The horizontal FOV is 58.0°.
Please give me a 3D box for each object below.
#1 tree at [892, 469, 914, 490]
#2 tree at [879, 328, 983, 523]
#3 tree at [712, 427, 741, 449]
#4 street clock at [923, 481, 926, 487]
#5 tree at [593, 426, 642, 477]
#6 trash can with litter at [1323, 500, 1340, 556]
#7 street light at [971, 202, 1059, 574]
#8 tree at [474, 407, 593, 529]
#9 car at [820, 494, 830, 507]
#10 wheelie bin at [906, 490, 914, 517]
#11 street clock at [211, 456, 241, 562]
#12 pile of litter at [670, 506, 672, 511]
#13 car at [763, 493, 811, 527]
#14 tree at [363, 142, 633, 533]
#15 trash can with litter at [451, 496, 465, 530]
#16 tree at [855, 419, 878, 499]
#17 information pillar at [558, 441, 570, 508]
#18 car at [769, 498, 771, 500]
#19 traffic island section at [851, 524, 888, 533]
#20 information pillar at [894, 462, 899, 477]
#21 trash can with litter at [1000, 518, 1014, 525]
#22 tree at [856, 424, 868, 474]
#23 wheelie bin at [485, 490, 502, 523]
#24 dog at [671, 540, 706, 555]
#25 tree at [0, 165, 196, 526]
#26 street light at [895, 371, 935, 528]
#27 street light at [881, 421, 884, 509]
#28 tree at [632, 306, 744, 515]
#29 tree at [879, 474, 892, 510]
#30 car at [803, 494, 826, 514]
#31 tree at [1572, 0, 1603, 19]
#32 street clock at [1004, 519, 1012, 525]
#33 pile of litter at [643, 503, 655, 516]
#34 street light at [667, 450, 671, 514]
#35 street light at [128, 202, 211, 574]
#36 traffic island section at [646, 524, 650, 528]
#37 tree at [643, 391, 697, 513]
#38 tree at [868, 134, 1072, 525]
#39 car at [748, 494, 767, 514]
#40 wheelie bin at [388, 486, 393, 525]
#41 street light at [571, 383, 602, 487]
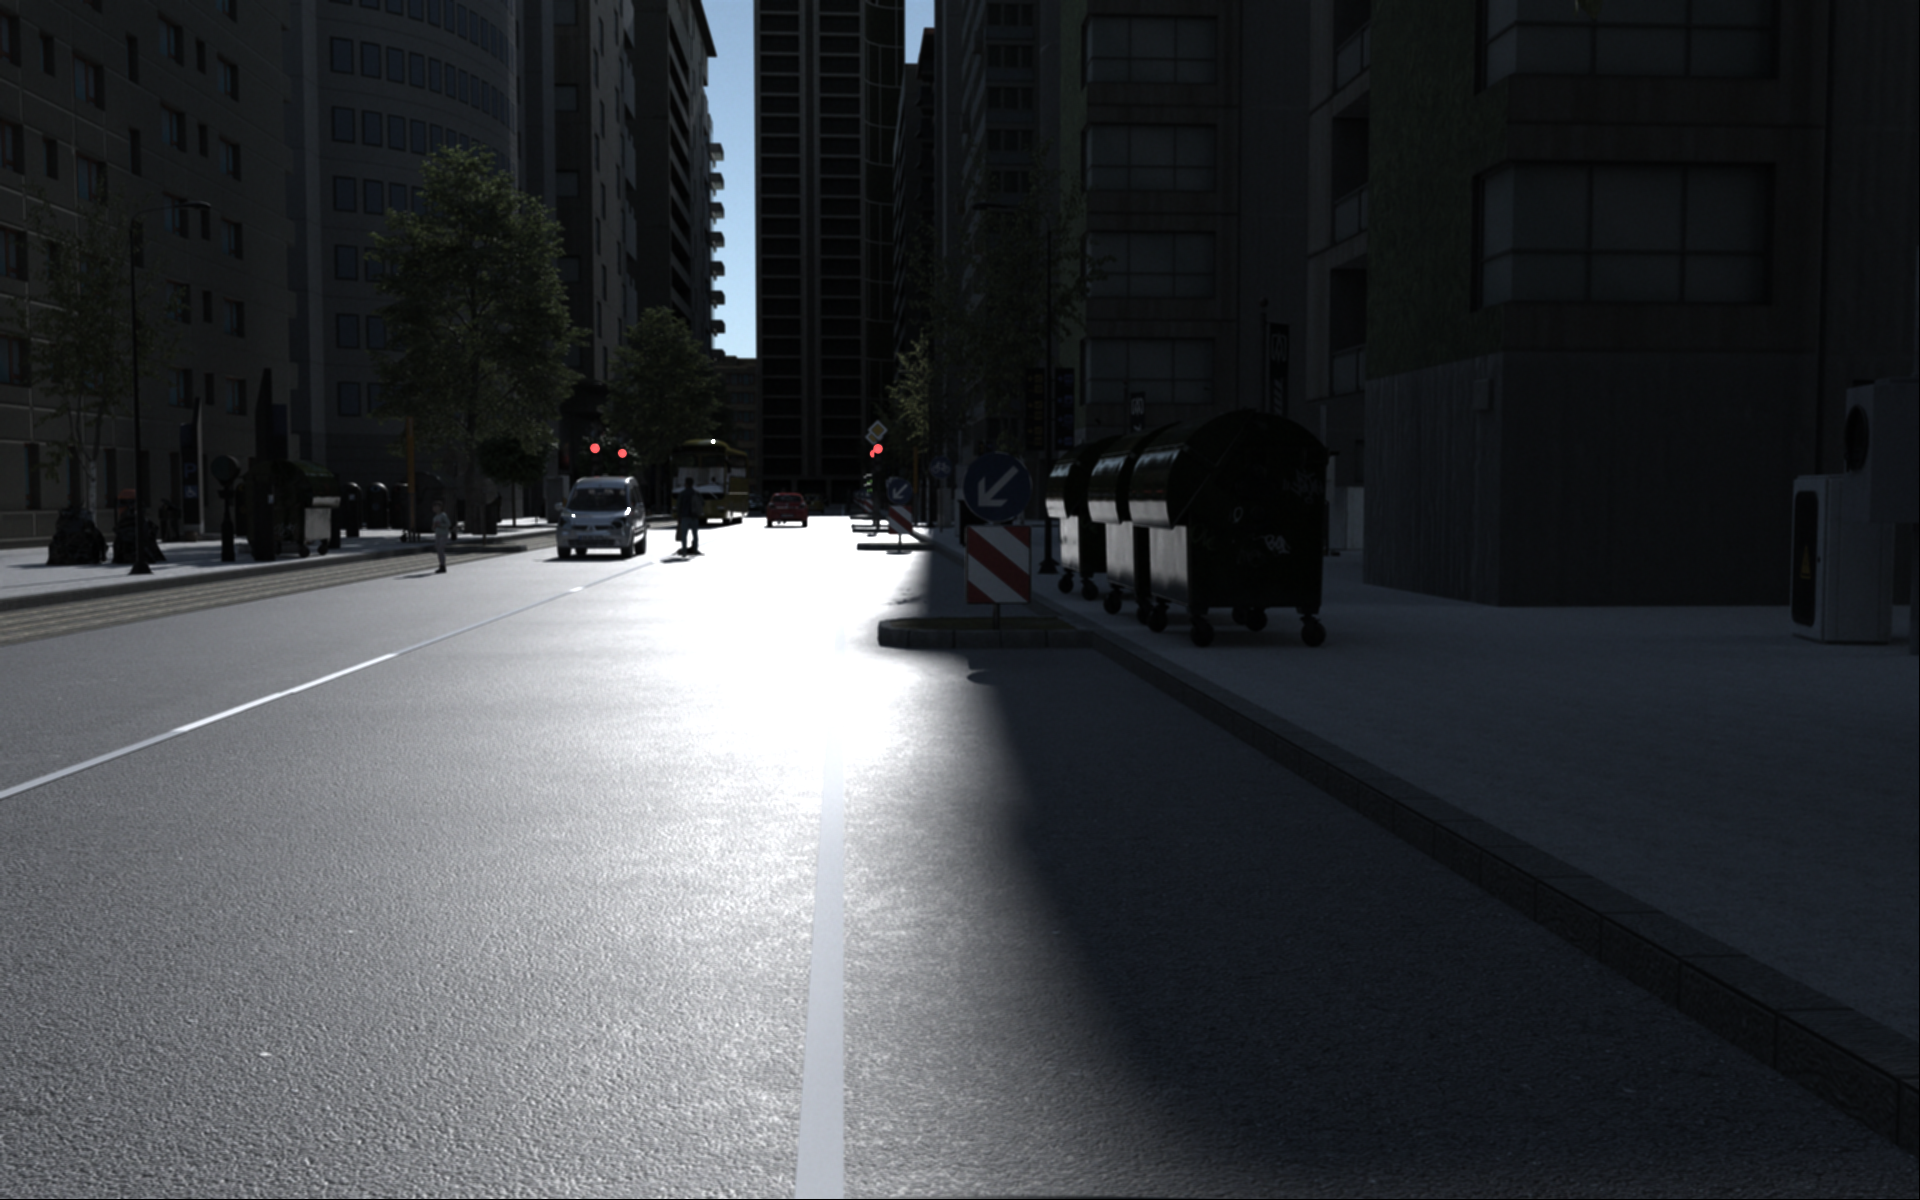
[{"bbox_3d":[-3.949,-8.496,133.518,1.663,3.219,1.824,0,3,0],"label":"tree"},{"bbox_3d":[-1.219,-7.786,77.662,4.360,8.622,3.978,0,3,0],"label":"tree"},{"bbox_3d":[-22.066,-12.703,158.057,4.737,8.622,4.395,0,3,0],"label":"tree"},{"bbox_3d":[-1.755,-5.505,94.579,0.471,2.002,0.358,0,4,-5],"label":"street clock"},{"bbox_3d":[-16.949,-6.081,83.138,4.285,4.588,4.351,0,3,0],"label":"tree"},{"bbox_3d":[7.002,-1.524,35.982,2.233,1.210,1.678,-1,4,-13],"label":"trash can with litter"},{"bbox_3d":[0.880,-3.375,27.717,1.470,5.913,1.316,0,4,-4],"label":"street light"},{"bbox_3d":[-16.681,-4.972,65.001,4.285,4.588,4.351,0,3,0],"label":"tree"},{"bbox_3d":[-16.074,-11.680,200.752,2.009,1.686,4.222,0,4,-3],"label":"car"},{"bbox_3d":[-2.726,-5.466,97.269,0.693,1.594,0.980,0,4,7],"label":"wheelie bin"},{"bbox_3d":[-13.887,-1.727,32.808,0.471,2.002,0.358,0,4,-2],"label":"street clock"},{"bbox_3d":[-23.900,-7.907,143.238,1.719,0.858,1.176,0,4,3],"label":"pile of litter"},{"bbox_3d":[-7.628,-4.123,76.443,2.155,1.783,4.494,0,4,-6],"label":"car"},{"bbox_3d":[-15.698,-8.468,56.574,7.486,12.596,7.792,0,3,0],"label":"tree"},{"bbox_3d":[-18.283,-3.098,61.718,2.233,1.210,1.678,0,4,-6],"label":"trash can with litter"},{"bbox_3d":[-7.406,-12.948,162.065,4.360,8.622,3.978,0,3,0],"label":"tree"},{"bbox_3d":[-17.564,-5.231,76.875,0.504,3.616,0.183,-2,4,-26],"label":"information pillar"},{"bbox_3d":[-17.184,-9.475,165.146,2.015,1.641,3.980,0,4,-3],"label":"car"},{"bbox_3d":[-3.075,-2.642,65.485,2.009,0.180,2.903,0,4,-4],"label":"traffic island section"},{"bbox_3d":[-4.834,-8.436,129.282,0.183,3.616,0.504,0,4,7],"label":"information pillar"},{"bbox_3d":[1.273,-1.991,43.944,0.624,1.170,1.055,-3,4,-36],"label":"trash can with litter"},{"bbox_3d":[-2.274,-8.555,90.239,4.737,8.622,4.395,0,3,0],"label":"tree"},{"bbox_3d":[-20.886,-4.246,77.335,0.980,1.594,0.693,3,5,44],"label":"wheelie bin"},{"bbox_3d":[-6.384,-1.254,40.695,0.748,0.427,0.550,3,5,42],"label":"dog"},{"bbox_3d":[-19.805,-5.455,39.548,4.737,8.622,4.395,0,3,0],"label":"tree"},{"bbox_3d":[-1.650,-5.683,65.453,1.470,5.913,1.316,0,4,-4],"label":"street light"},{"bbox_3d":[-4.609,-8.410,110.038,1.470,5.913,1.316,0,4,-4],"label":"street light"},{"bbox_3d":[-17.874,-11.413,104.735,7.486,12.596,7.792,0,3,0],"label":"tree"},{"bbox_3d":[-5.328,-9.072,142.925,1.663,3.219,1.824,0,3,0],"label":"tree"},{"bbox_3d":[-10.888,-7.192,127.808,2.015,1.641,3.980,0,4,-5],"label":"car"},{"bbox_3d":[3.173,-3.363,5.350,4.737,8.622,4.395,0,3,0],"label":"tree"},{"bbox_3d":[1.081,-2.089,38.720,0.358,2.002,0.471,0,4,3],"label":"street clock"},{"bbox_3d":[-18.561,-5.383,101.982,1.176,0.858,1.719,3,4,36],"label":"pile of litter"},{"bbox_3d":[-18.115,-8.462,110.894,1.470,5.913,1.316,0,4,-4],"label":"street light"},{"bbox_3d":[-12.610,-3.371,27.658,1.470,5.913,1.316,0,4,-4],"label":"street light"},{"bbox_3d":[-14.130,-3.087,72.751,2.009,0.180,2.903,0,4,-4],"label":"traffic island section"},{"bbox_3d":[-19.336,-10.049,114.662,4.737,8.622,4.395,0,3,0],"label":"tree"},{"bbox_3d":[0.992,-5.168,34.865,4.737,8.622,4.395,0,3,0],"label":"tree"},{"bbox_3d":[-15.194,-7.055,127.153,2.131,1.459,4.920,0,4,-5],"label":"car"},{"bbox_3d":[-23.238,-3.895,71.598,0.980,1.594,0.693,1,4,10],"label":"wheelie bin"},{"bbox_3d":[-15.671,-6.118,72.577,1.470,5.913,1.316,0,4,-4],"label":"street light"}]
